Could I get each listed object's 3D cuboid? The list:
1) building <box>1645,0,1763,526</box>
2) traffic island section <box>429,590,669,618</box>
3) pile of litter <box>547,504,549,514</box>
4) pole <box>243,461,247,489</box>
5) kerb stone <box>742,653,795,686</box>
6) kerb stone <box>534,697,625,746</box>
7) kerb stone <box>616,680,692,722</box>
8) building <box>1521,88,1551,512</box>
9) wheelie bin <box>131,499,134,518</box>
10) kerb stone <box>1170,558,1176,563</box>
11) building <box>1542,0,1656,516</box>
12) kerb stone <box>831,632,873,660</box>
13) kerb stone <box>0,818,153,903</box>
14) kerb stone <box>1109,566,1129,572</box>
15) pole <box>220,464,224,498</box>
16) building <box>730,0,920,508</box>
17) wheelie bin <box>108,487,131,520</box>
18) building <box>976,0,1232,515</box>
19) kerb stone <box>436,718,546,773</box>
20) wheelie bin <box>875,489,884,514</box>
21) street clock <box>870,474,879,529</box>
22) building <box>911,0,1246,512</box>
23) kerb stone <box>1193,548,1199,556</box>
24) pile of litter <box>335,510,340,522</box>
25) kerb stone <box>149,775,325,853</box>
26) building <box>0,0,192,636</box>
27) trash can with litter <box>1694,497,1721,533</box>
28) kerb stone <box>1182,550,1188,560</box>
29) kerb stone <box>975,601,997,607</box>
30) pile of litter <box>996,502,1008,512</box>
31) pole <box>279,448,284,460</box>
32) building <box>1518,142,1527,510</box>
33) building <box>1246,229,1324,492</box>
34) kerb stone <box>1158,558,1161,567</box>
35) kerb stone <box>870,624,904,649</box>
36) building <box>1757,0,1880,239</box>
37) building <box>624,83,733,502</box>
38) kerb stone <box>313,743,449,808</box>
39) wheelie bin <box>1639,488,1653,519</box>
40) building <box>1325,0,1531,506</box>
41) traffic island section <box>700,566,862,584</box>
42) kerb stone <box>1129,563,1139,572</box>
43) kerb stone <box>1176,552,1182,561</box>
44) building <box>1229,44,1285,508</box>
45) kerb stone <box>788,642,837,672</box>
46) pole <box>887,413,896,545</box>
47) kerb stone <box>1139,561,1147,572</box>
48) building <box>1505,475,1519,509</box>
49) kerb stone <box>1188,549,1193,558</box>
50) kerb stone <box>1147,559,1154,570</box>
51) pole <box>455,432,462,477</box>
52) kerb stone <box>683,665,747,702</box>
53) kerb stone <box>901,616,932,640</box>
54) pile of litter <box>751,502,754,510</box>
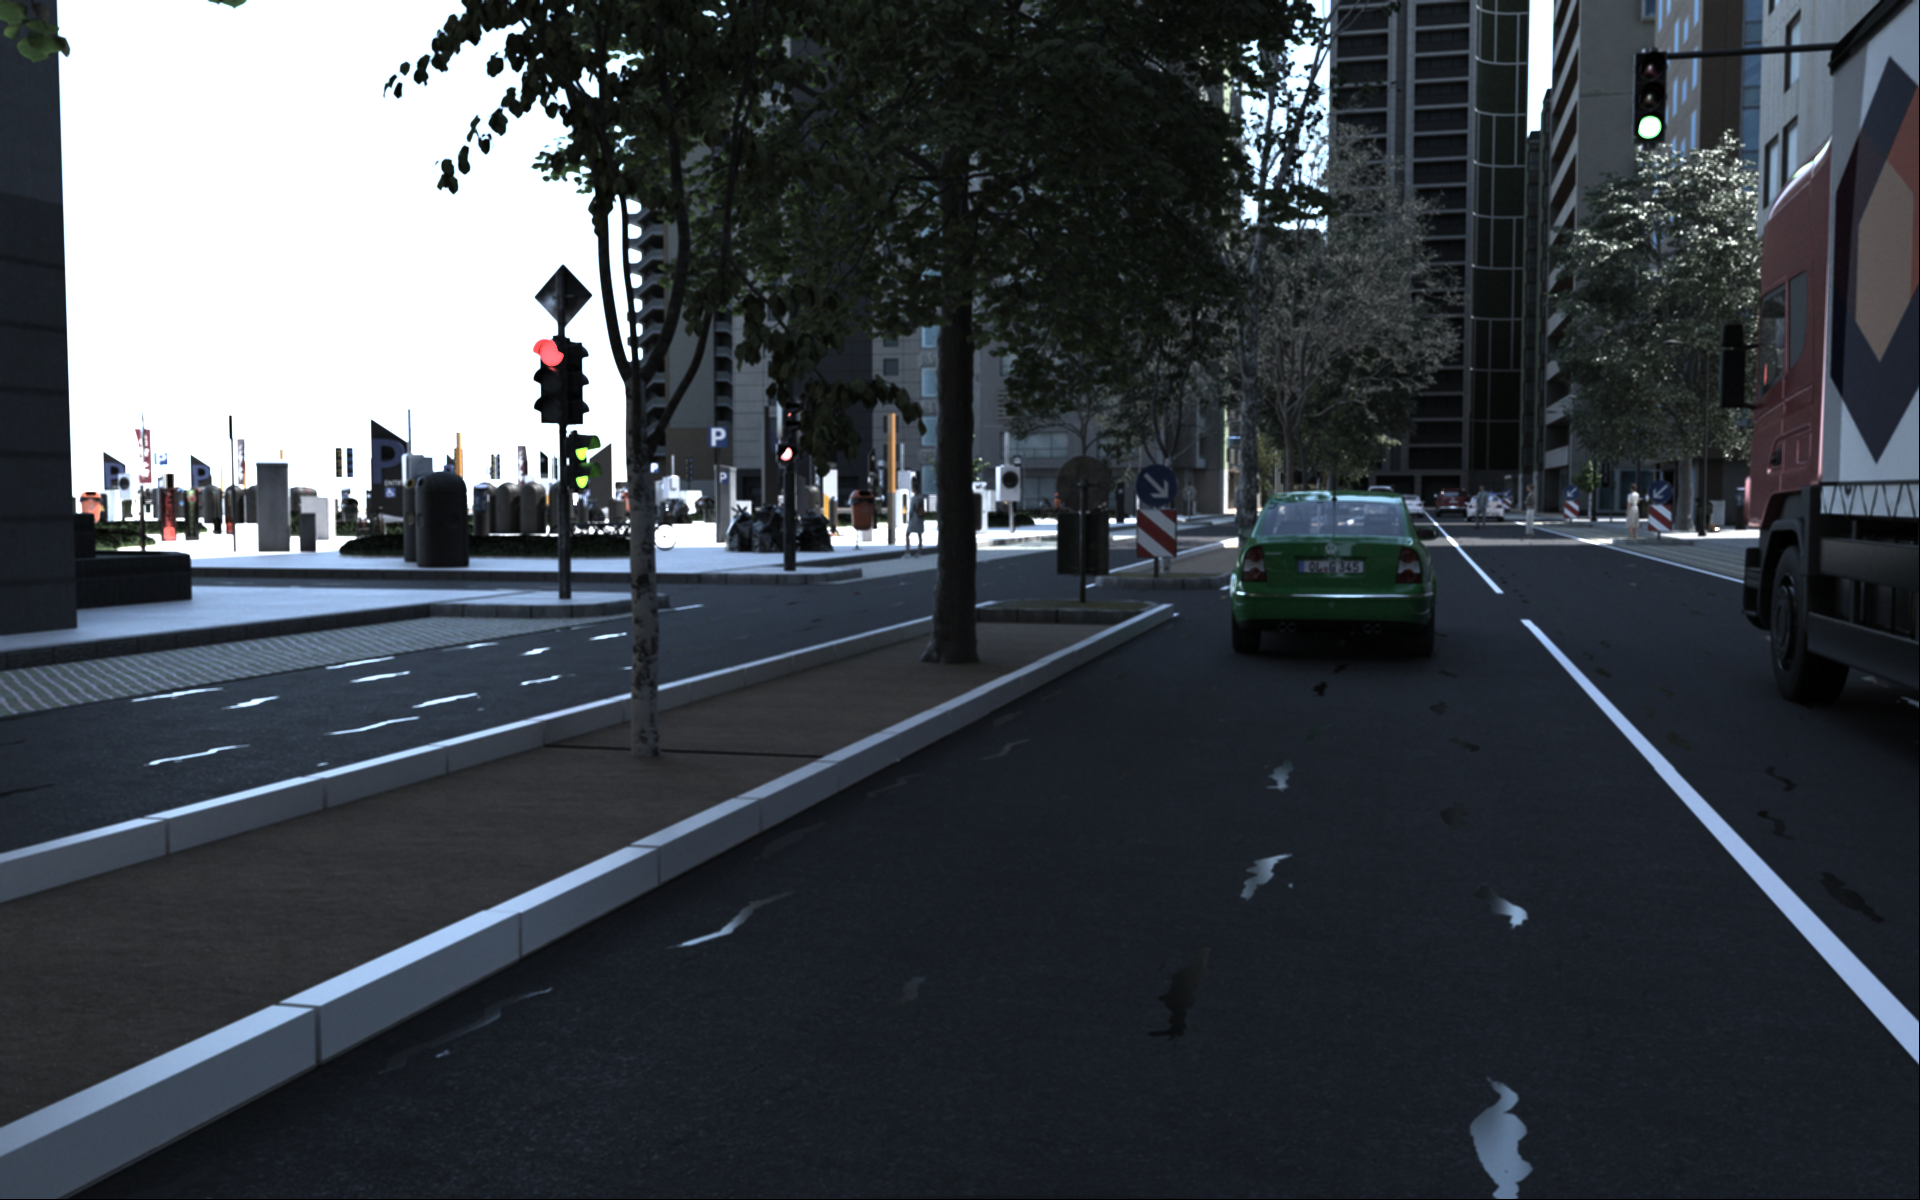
[{"bbox_3d":[37.763,-25.884,73.315,14.600,45.320,14.200,1,4,14],"label":"building"},{"bbox_3d":[-4.869,0.061,21.285,2.009,0.180,2.903,1,4,14],"label":"traffic island section"},{"bbox_3d":[-20.813,-4.505,87.620,1.719,0.858,1.176,2,4,30],"label":"pile of litter"},{"bbox_3d":[-44.366,-6.951,107.489,0.158,3.312,0.155,0,3,0],"label":"pole"},{"bbox_3d":[-1.514,0.546,13.307,0.120,0.150,1.000,1,4,14],"label":"kerb stone"},{"bbox_3d":[-2.286,0.726,10.327,0.120,0.150,1.000,1,4,14],"label":"kerb stone"},{"bbox_3d":[-2.027,0.665,11.317,0.120,0.150,1.000,1,4,14],"label":"kerb stone"},{"bbox_3d":[48.807,-21.603,124.904,14.160,30.474,14.107,1,4,14],"label":"building"},{"bbox_3d":[-44.451,-5.147,92.063,0.693,1.594,0.980,2,4,24],"label":"wheelie bin"},{"bbox_3d":[4.268,-0.822,35.661,0.120,0.150,1.000,1,4,14],"label":"kerb stone"},{"bbox_3d":[48.112,-29.493,105.919,21.300,48.544,21.600,1,4,14],"label":"building"},{"bbox_3d":[-1.001,0.422,15.298,0.120,0.150,1.000,1,4,14],"label":"kerb stone"},{"bbox_3d":[-3.316,0.969,6.360,0.120,0.150,1.000,1,4,14],"label":"kerb stone"},{"bbox_3d":[2.724,-0.459,29.705,0.120,0.150,1.000,1,4,14],"label":"kerb stone"},{"bbox_3d":[-50.429,-7.613,118.323,0.158,3.312,0.155,0,3,0],"label":"pole"},{"bbox_3d":[-9.665,-45.025,174.410,20.611,71.187,20.563,1,4,14],"label":"building"},{"bbox_3d":[-39.355,-4.444,80.570,0.693,1.594,0.980,2,4,28],"label":"wheelie bin"},{"bbox_3d":[9.471,-26.091,110.178,14.154,41.232,14.086,1,4,14],"label":"building"},{"bbox_3d":[-2.541,0.788,9.334,0.120,0.150,1.000,1,4,14],"label":"kerb stone"},{"bbox_3d":[-4.809,-5.563,98.865,0.980,1.594,0.693,0,4,-5],"label":"wheelie bin"},{"bbox_3d":[-3.106,-3.562,62.802,0.358,2.002,0.471,-1,4,-19],"label":"street clock"},{"bbox_3d":[9.924,-31.397,132.957,23.786,49.044,30.456,1,4,14],"label":"building"},{"bbox_3d":[5.289,-1.066,39.631,0.120,0.150,1.000,1,4,14],"label":"kerb stone"},{"bbox_3d":[-23.050,-3.068,64.132,1.176,0.858,1.719,0,4,6],"label":"pile of litter"},{"bbox_3d":[-3.061,0.908,7.351,0.120,0.150,1.000,1,4,14],"label":"kerb stone"},{"bbox_3d":[-23.126,-28.865,13.942,28.212,58.520,21.231,1,4,14],"label":"building"},{"bbox_3d":[25.018,-2.841,57.842,0.624,1.170,1.055,-1,4,-15],"label":"trash can with litter"},{"bbox_3d":[4.779,-0.945,37.651,0.120,0.150,1.000,1,4,14],"label":"kerb stone"},{"bbox_3d":[0.285,0.122,20.262,0.120,0.150,1.000,1,4,14],"label":"kerb stone"},{"bbox_3d":[2.626,-5.152,98.200,1.719,0.858,1.176,0,4,4],"label":"pile of litter"},{"bbox_3d":[-30.245,-5.105,77.310,0.158,3.312,0.155,0,3,0],"label":"pole"},{"bbox_3d":[52.258,-22.453,138.803,14.160,30.474,14.107,1,4,14],"label":"building"},{"bbox_3d":[32.907,-25.652,191.106,14.107,30.474,14.160,1,4,14],"label":"building"},{"bbox_3d":[3.750,-0.702,33.675,0.120,0.150,1.000,1,4,14],"label":"kerb stone"},{"bbox_3d":[-0.747,0.361,16.296,0.120,0.150,1.000,1,4,14],"label":"kerb stone"},{"bbox_3d":[32.235,-27.134,32.878,27.495,52.752,28.713,1,4,14],"label":"building"},{"bbox_3d":[-25.703,-32.574,182.689,14.200,45.320,14.600,1,4,14],"label":"building"},{"bbox_3d":[-2.799,0.849,8.344,0.120,0.150,1.000,1,4,14],"label":"kerb stone"},{"bbox_3d":[35.145,-4.953,88.887,0.693,1.594,0.980,-1,4,-11],"label":"wheelie bin"},{"bbox_3d":[50.943,-45.900,188.720,20.611,71.187,20.563,1,4,14],"label":"building"},{"bbox_3d":[-2.869,-0.412,29.016,2.009,0.180,2.903,1,4,14],"label":"traffic island section"},{"bbox_3d":[2.987,-0.518,30.693,0.120,0.150,1.000,1,4,14],"label":"kerb stone"},{"bbox_3d":[4.526,-0.885,36.660,0.120,0.150,1.000,1,4,14],"label":"kerb stone"},{"bbox_3d":[15.494,-52.309,167.929,31.000,86.520,22.319,1,4,14],"label":"building"},{"bbox_3d":[-1.257,0.483,14.302,0.120,0.150,1.000,1,4,14],"label":"kerb stone"},{"bbox_3d":[-1.731,-3.058,43.837,0.158,3.312,0.155,0,3,0],"label":"pole"},{"bbox_3d":[3.243,-0.580,31.684,0.120,0.150,1.000,1,4,14],"label":"kerb stone"},{"bbox_3d":[66.089,-28.300,154.579,32.217,40.220,23.993,1,4,14],"label":"building"},{"bbox_3d":[5.024,-1.006,38.643,0.120,0.150,1.000,1,4,14],"label":"kerb stone"},{"bbox_3d":[3.496,-0.642,32.684,0.120,0.150,1.000,1,4,14],"label":"kerb stone"},{"bbox_3d":[-16.364,-3.839,56.603,0.158,3.312,0.155,0,3,0],"label":"pole"},{"bbox_3d":[-1.775,0.607,12.319,0.120,0.150,1.000,1,4,14],"label":"kerb stone"},{"bbox_3d":[-0.489,0.300,17.285,0.120,0.150,1.000,1,4,14],"label":"kerb stone"},{"bbox_3d":[-12.637,-5.469,103.385,1.719,0.858,1.176,2,4,34],"label":"pile of litter"}]
